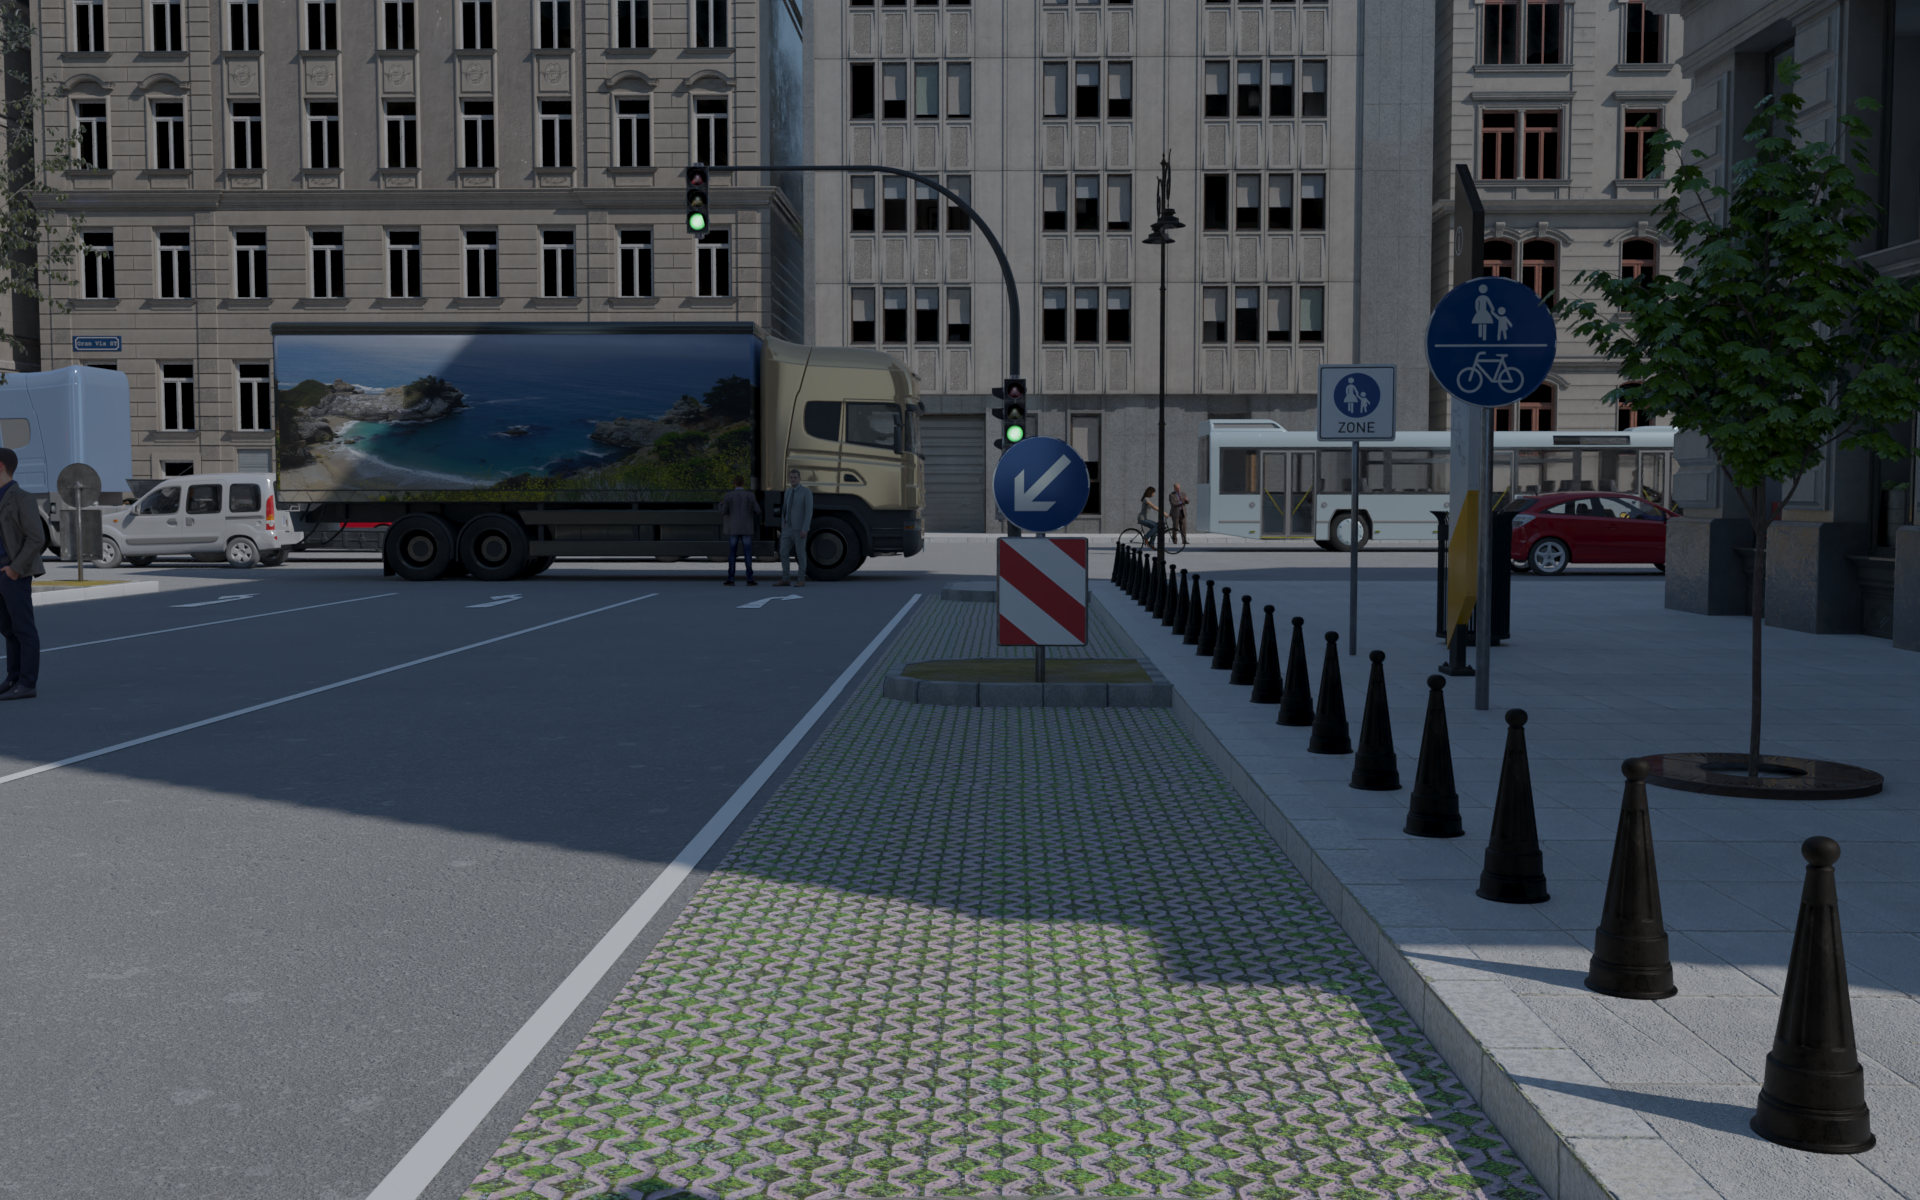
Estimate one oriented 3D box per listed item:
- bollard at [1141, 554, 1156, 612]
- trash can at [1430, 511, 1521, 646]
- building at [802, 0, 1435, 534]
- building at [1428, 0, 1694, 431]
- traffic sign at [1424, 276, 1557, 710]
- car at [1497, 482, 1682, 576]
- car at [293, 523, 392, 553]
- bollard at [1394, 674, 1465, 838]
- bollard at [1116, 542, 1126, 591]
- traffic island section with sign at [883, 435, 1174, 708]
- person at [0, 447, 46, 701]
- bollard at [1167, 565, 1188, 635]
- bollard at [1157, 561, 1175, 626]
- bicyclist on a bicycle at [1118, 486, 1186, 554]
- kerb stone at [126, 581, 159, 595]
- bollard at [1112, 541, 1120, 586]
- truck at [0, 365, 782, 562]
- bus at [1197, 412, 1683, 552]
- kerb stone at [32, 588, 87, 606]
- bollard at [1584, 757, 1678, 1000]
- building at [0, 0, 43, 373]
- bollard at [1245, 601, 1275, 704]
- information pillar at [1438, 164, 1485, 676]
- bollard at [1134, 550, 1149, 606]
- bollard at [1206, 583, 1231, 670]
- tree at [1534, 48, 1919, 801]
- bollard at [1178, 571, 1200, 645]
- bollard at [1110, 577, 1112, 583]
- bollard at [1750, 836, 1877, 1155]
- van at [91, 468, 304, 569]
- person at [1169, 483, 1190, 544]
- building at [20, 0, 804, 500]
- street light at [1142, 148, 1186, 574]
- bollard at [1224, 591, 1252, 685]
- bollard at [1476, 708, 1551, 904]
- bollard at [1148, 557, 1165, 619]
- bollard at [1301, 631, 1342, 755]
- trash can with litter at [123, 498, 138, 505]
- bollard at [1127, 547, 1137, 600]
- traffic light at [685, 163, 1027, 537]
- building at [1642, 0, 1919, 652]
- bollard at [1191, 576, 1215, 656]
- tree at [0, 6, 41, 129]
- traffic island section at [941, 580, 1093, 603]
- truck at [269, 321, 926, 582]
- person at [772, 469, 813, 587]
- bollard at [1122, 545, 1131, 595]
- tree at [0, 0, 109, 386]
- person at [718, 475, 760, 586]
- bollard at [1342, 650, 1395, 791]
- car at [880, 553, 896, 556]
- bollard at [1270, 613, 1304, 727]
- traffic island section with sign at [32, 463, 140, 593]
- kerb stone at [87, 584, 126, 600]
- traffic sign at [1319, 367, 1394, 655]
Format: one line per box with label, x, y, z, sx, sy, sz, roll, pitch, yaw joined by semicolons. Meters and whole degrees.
bollard;2.127;-0.175;18.911;0.229;0.601;0.229;0;3;0
trash can;4.378;-0.190;14.757;0.748;1.137;0.748;0;3;0
building;5.106;-14.845;60.735;19.932;24.808;12.078;0;4;2
building;27.160;-16.798;62.031;23.554;28.519;14.401;0;4;2
traffic sign;3.107;-0.619;10.234;0.768;2.556;0.104;0;4;2
car;11.738;-1.344;31.008;4.494;1.783;2.155;0;4;1
car;-15.307;-2.077;42.998;4.494;1.783;2.155;0;4;0
bollard;1.796;0.581;6.546;0.229;0.601;0.229;0;3;0
bollard;2.236;-0.429;23.049;0.229;0.601;0.229;0;3;0
traffic island section with sign;0.465;-0.237;12.509;1.989;1.847;2.006;0;4;2
person;-6.831;-0.187;12.096;0.750;1.759;0.617;-3;4;-37
bollard;2.045;0.013;15.831;0.229;0.601;0.229;0;3;0
bollard;2.069;-0.050;16.857;0.229;0.601;0.229;0;3;0
bicyclist on a bicycle;4.556;-1.896;41.016;1.625;1.676;1.499;0;4;1
kerb stone;-11.874;-0.172;25.001;0.120;0.150;1.000;0;4;2
bollard;2.265;-0.492;24.079;0.229;0.601;0.229;0;3;0
truck;-12.544;-2.894;37.073;18.799;4.110;2.967;0;3;0
bus;12.739;-2.978;43.552;13.247;3.499;2.948;0;4;1
kerb stone;-11.929;-0.046;22.950;0.120;0.150;1.000;0;4;2
bollard;1.743;0.707;4.483;0.229;0.601;0.229;0;3;0
building;-51.359;-12.878;61.468;40.483;20.767;10.553;0;4;2
bollard;1.902;0.329;10.669;0.229;0.601;0.229;0;3;0
information pillar;3.547;-1.273;12.162;0.183;3.616;0.504;0;4;1
bollard;2.152;-0.238;19.937;0.229;0.601;0.229;0;3;0
bollard;1.956;0.203;12.723;0.229;0.601;0.229;0;3;0
tree;3.651;-0.793;7.565;1.663;3.219;1.824;0;3;0
bollard;2.015;0.076;14.805;0.229;0.601;0.229;0;3;0
bollard;2.293;-0.554;25.107;0.229;0.601;0.229;0;3;0
bollard;1.709;0.770;3.456;0.229;0.601;0.229;0;3;0
van;-15.136;-1.649;33.980;4.112;2.044;2.013;0;3;0
person;6.281;-2.463;49.449;0.600;1.739;0.565;3;5;45
building;-18.058;-16.179;61.798;25.104;27.353;12.463;0;4;2
street light;2.761;-3.111;23.654;0.468;5.910;1.993;0;4;2
bollard;1.933;0.266;11.697;0.229;0.601;0.229;0;3;0
bollard;1.765;0.644;5.509;0.229;0.601;0.229;0;3;0
bollard;2.095;-0.113;17.884;0.229;0.601;0.229;0;3;0
bollard;1.846;0.454;8.616;0.229;0.601;0.229;0;3;0
trash can with litter;-25.694;-2.563;53.285;1.055;1.170;0.624;3;5;43
bollard;2.179;-0.302;20.986;0.229;0.601;0.229;0;3;0
traffic light;-1.359;-3.016;23.987;4.771;5.953;1.251;0;4;2
building;12.453;-11.041;9.404;11.050;23.489;19.941;0;4;2
bollard;1.989;0.138;13.778;0.229;0.601;0.229;0;3;0
tree;-13.264;-6.129;13.037;12.009;13.543;11.850;0;3;0
traffic island section;0.774;-0.116;24.185;2.009;0.180;2.903;0;4;2
truck;-5.568;-2.473;29.350;11.283;4.237;2.839;0;4;1
person;-2.554;-1.113;26.803;0.635;1.810;0.391;2;4;29
bollard;2.211;-0.365;22.012;0.229;0.601;0.229;0;3;0
tree;-12.988;-4.198;21.451;4.360;8.622;3.978;0;3;0
person;-3.444;-1.085;27.063;0.655;1.722;0.431;0;4;-5
bollard;1.820;0.518;7.572;0.229;0.601;0.229;0;3;0
car;-3.063;-1.864;40.698;3.980;1.641;2.015;0;4;3
bollard;1.878;0.391;9.643;0.229;0.601;0.229;0;3;0
traffic island section with sign;-12.919;-1.019;24.790;2.006;1.907;1.989;0;4;2
kerb stone;-11.898;-0.109;23.975;0.120;0.150;1.000;0;4;2
traffic sign;3.128;-0.709;13.724;0.606;2.300;0.079;0;4;7
